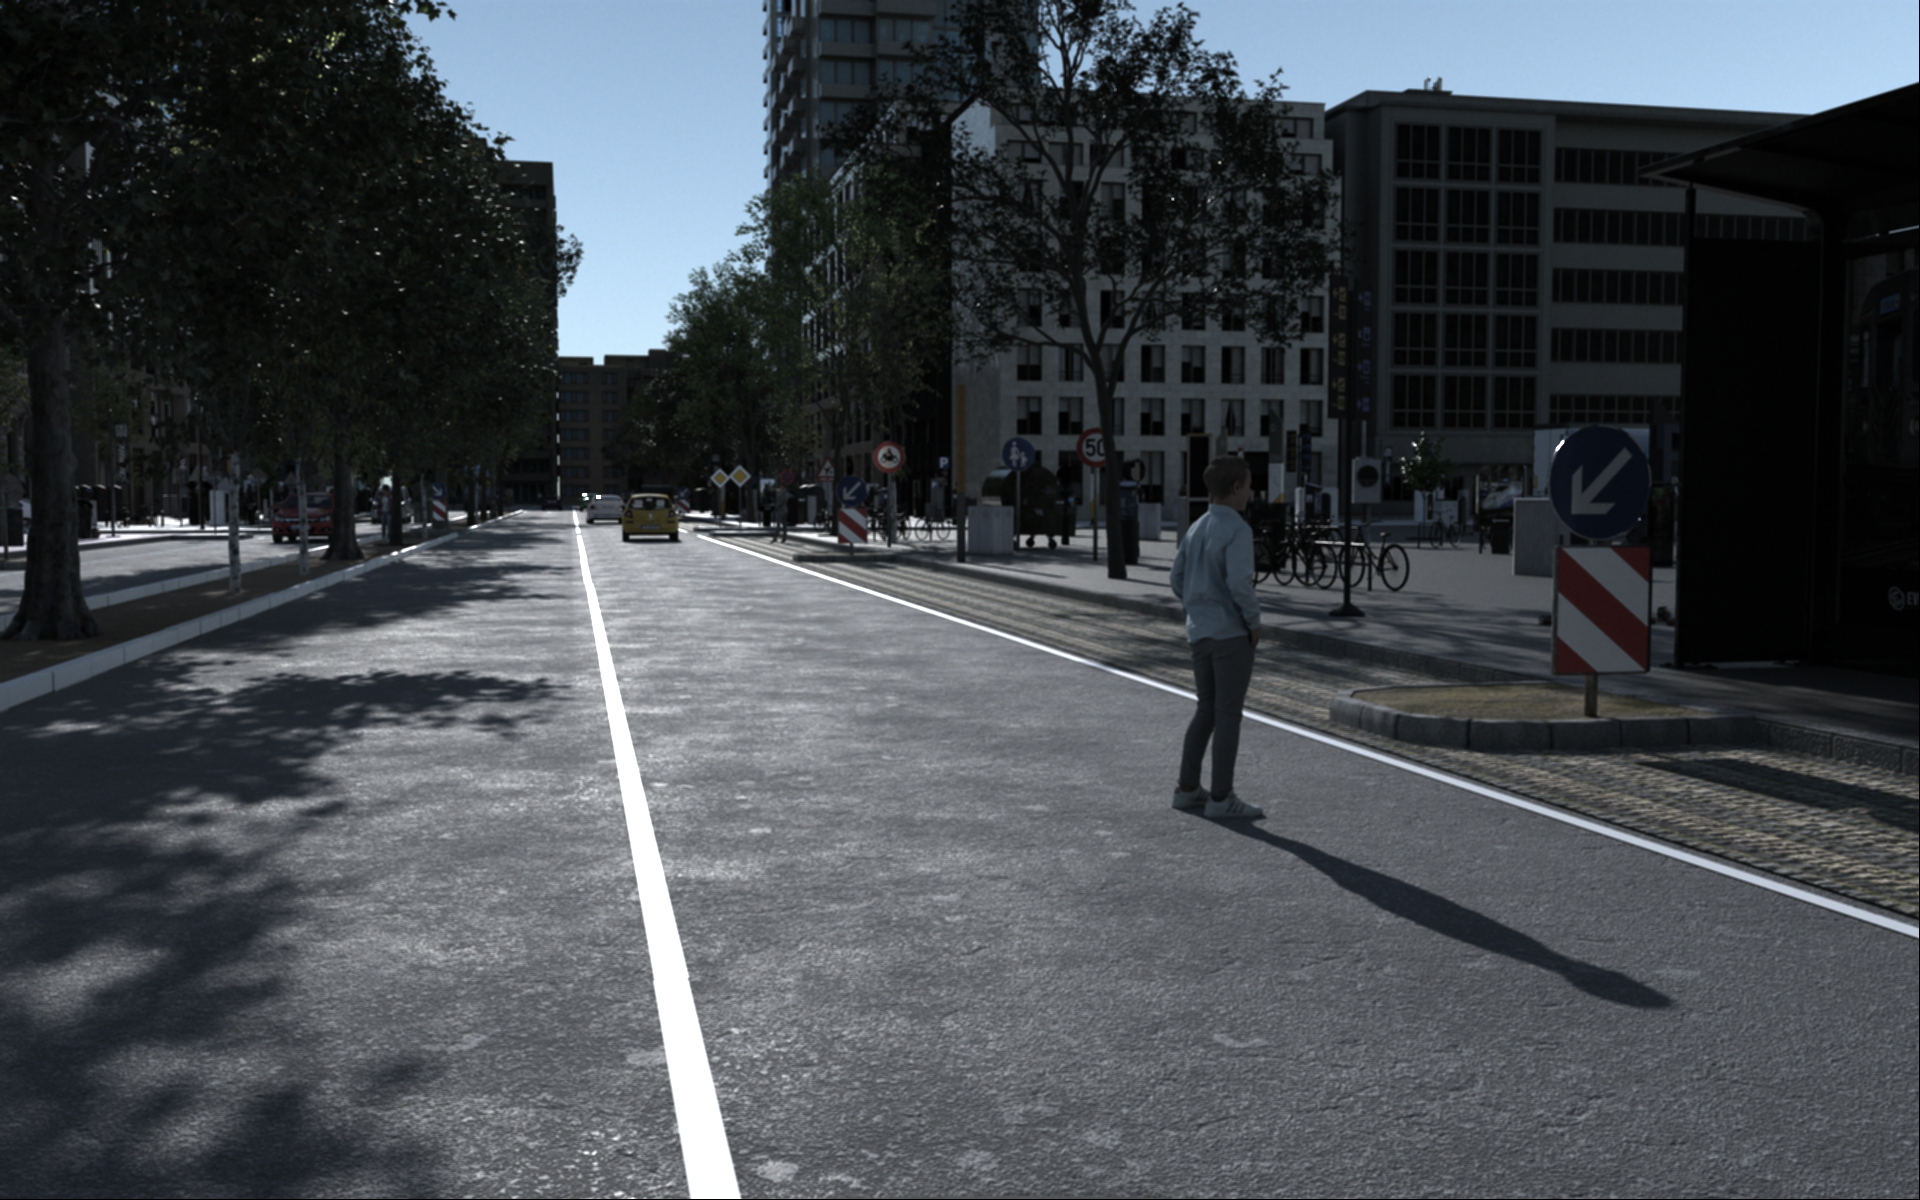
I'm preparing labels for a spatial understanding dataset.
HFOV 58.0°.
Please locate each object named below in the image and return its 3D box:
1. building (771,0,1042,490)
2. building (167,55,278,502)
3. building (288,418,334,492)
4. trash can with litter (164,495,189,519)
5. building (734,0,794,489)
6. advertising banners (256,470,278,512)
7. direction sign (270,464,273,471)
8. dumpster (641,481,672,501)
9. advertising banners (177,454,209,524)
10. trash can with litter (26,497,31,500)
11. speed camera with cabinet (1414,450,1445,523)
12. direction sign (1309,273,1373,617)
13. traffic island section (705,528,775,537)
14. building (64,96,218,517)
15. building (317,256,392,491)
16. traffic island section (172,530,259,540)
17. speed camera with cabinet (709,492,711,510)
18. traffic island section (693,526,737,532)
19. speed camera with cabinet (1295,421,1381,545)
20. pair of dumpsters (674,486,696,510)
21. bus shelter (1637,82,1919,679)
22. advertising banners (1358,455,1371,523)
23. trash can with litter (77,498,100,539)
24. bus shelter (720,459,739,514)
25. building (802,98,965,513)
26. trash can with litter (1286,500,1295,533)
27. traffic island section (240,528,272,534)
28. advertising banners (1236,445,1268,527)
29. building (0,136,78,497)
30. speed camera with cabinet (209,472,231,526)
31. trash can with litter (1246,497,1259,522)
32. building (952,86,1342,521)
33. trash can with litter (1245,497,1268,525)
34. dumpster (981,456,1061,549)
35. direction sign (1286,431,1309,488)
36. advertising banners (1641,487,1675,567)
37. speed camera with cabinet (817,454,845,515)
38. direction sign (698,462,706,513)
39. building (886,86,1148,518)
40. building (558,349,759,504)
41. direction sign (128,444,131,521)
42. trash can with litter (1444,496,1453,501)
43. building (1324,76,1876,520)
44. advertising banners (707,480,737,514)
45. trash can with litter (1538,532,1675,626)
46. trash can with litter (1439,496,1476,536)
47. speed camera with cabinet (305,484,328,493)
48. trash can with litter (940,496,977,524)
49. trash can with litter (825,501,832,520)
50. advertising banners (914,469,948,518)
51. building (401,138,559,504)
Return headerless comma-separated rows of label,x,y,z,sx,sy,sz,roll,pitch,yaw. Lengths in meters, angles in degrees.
building,-5.600,-33.216,162.696,23.786,49.044,30.456,-1,4,-13
building,-69.016,-50.866,144.336,22.319,86.520,31.000,-1,4,-13
building,-80.140,-20.455,179.472,28.899,21.520,27.650,-1,4,-13
trash can with litter,-40.382,-4.867,90.634,2.233,1.210,1.678,1,4,11
building,-13.135,-53.756,191.586,22.319,86.520,31.000,-1,4,-13
advertising banners,-50.033,-7.844,124.444,2.074,3.025,0.090,-2,4,-34
direction sign,-44.843,-7.345,112.089,0.876,3.537,0.379,1,4,8
dumpster,-19.463,-6.490,111.070,1.985,2.255,1.502,-1,4,-14
advertising banners,-33.001,-4.830,75.152,2.074,3.025,0.090,1,4,8
trash can with litter,-41.285,-4.029,77.259,1.055,1.170,0.624,1,4,20
speed camera with cabinet,20.993,-5.080,77.393,0.660,3.252,2.038,3,4,38
direction sign,4.088,-1.602,18.195,0.379,3.537,0.876,3,5,41
traffic island section,-7.433,-2.232,58.771,2.009,0.180,2.903,-1,4,-13
building,-58.298,-18.339,104.360,19.350,26.468,34.151,-1,4,-13
building,-92.810,-37.528,233.186,30.456,49.044,23.786,-1,4,-13
traffic island section,-23.721,-2.009,55.128,2.009,0.180,2.903,-1,4,-13
speed camera with cabinet,-18.927,-8.656,135.867,2.038,3.252,0.660,0,4,-3
traffic island section,-9.185,-2.708,66.562,2.009,0.180,2.903,-1,4,-13
speed camera with cabinet,9.519,-3.015,43.636,2.038,3.252,0.660,0,4,-1
pair of dumpsters,-21.744,-8.234,137.114,1.574,2.255,4.437,-1,4,-13
bus shelter,6.389,-1.133,9.803,1.731,3.624,6.357,-1,4,-12
advertising banners,17.866,-4.918,76.593,0.090,3.025,2.074,0,4,-2
trash can with litter,-25.159,-2.346,49.737,0.624,1.170,1.055,0,4,-6
bus shelter,-14.891,-7.413,112.481,1.731,3.624,6.357,-1,4,-13
building,0.133,-19.759,127.582,19.350,26.468,34.151,-1,4,-13
trash can with litter,10.999,-2.769,56.662,0.624,1.170,1.055,3,5,40
traffic island section,-25.472,-2.486,62.919,2.009,0.180,2.903,-1,4,-13
advertising banners,10.549,-4.063,62.624,0.090,3.025,2.074,3,5,43
building,-48.210,-15.252,78.248,11.050,23.489,19.941,-1,4,-13
speed camera with cabinet,-29.920,-4.644,70.272,0.660,3.252,2.038,-1,4,-11
trash can with litter,14.364,-4.293,81.242,2.233,1.210,1.678,0,4,-4
building,8.920,-14.169,86.407,16.860,20.320,10.420,-1,4,-13
trash can with litter,13.274,-3.989,76.610,1.055,1.170,0.624,-1,4,-18
dumpster,1.453,-2.347,40.867,1.502,2.255,1.985,-1,4,-13
direction sign,12.075,-4.269,61.790,0.876,3.537,0.379,0,4,2
advertising banners,13.095,-2.095,30.439,2.074,3.025,0.090,1,4,14
speed camera with cabinet,-6.354,-5.552,85.117,0.660,3.252,2.038,-2,4,-31
direction sign,-17.642,-7.729,118.372,0.876,3.537,0.379,3,5,45
building,3.053,-16.703,102.764,12.332,23.373,15.834,-1,4,-13
building,-42.441,-24.614,247.480,28.899,21.520,27.650,-1,4,-13
direction sign,-37.801,-5.309,78.795,0.379,3.537,0.876,-2,4,-30
trash can with litter,29.637,-5.752,105.440,1.055,1.170,0.624,-1,4,-14
building,32.144,-16.783,93.469,30.058,24.678,14.314,-1,4,-13
advertising banners,-15.025,-6.888,108.805,2.074,3.025,0.090,-2,4,-28
trash can with litter,6.585,-0.370,17.103,2.233,1.210,1.678,-2,4,-29
trash can with litter,15.332,-2.603,53.620,1.678,1.210,2.233,2,4,33
speed camera with cabinet,-40.690,-6.984,108.521,2.038,3.252,0.660,0,4,-3
trash can with litter,0.158,-3.929,75.296,2.233,1.210,1.678,2,4,24
trash can with litter,-6.435,-4.371,82.852,1.055,1.170,0.624,2,4,30
advertising banners,-1.491,-5.914,92.889,2.074,3.025,0.090,-2,4,-24
building,-66.367,-37.570,237.976,21.600,48.544,21.300,-1,4,-13
